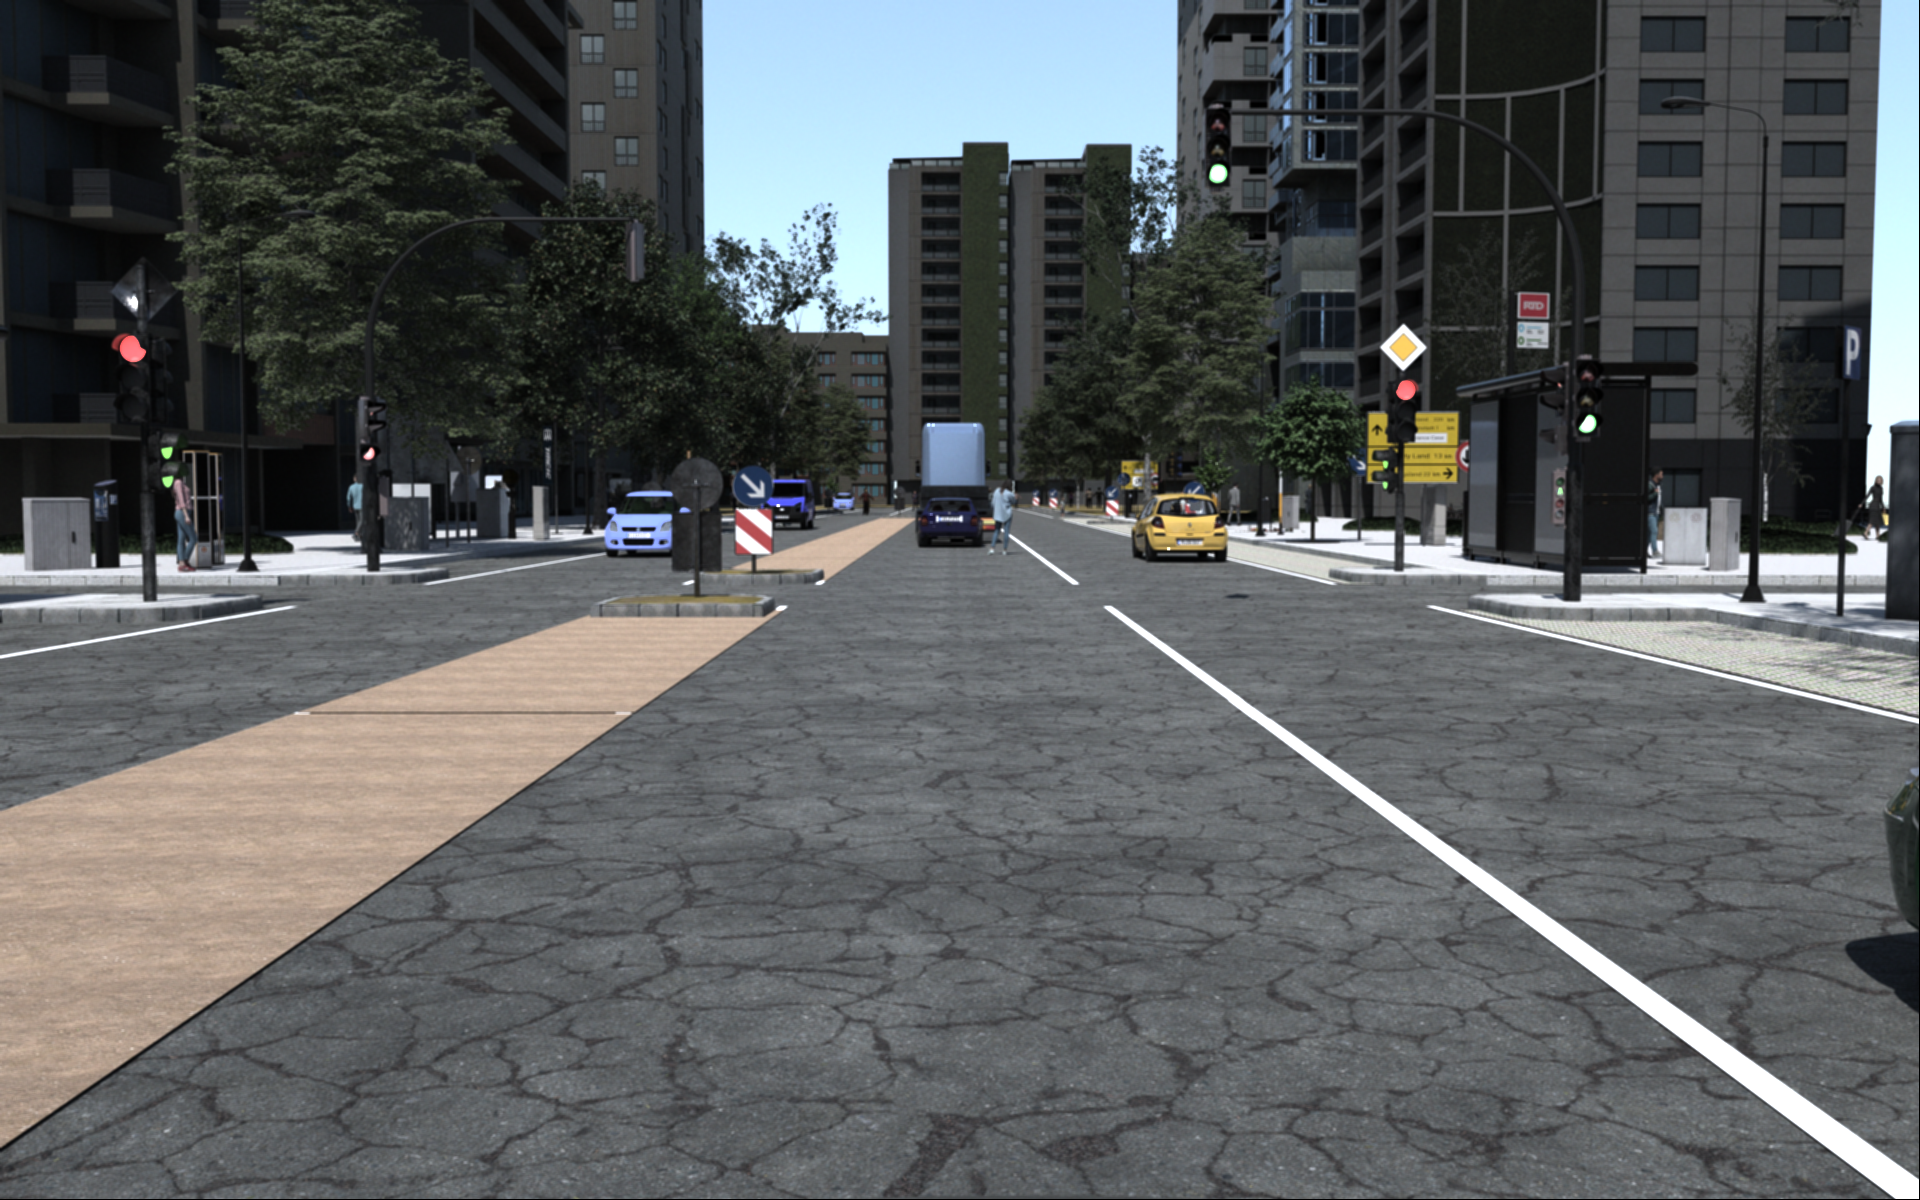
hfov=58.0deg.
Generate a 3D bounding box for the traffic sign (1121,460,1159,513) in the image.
[{"bbox_3d":[10.820,-6.757,104.343,2.265,3.308,0.079,0,4,7],"label":"traffic sign"}]

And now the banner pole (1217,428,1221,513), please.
[{"bbox_3d":[9.818,-4.630,65.715,0.401,3.779,0.863,1,4,11],"label":"banner pole"}]

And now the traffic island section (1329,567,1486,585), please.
[{"bbox_3d":[7.311,-0.396,28.755,2.009,0.180,2.903,0,4,0],"label":"traffic island section"}]

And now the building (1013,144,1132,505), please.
[{"bbox_3d":[12.675,-31.904,205.227,14.086,41.232,14.154,0,4,0],"label":"building"}]

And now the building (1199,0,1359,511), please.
[{"bbox_3d":[30.875,-49.643,124.335,22.319,86.520,31.000,0,4,0],"label":"building"}]

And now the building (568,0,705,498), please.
[{"bbox_3d":[-37.463,-34.491,153.164,27.495,52.752,28.713,0,4,0],"label":"building"}]

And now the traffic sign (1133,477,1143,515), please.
[{"bbox_3d":[10.374,-6.057,101.164,0.606,2.300,0.079,0,4,8],"label":"traffic sign"}]

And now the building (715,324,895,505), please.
[{"bbox_3d":[-22.928,-22.423,211.662,28.899,21.520,27.650,0,4,0],"label":"building"}]

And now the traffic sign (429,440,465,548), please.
[{"bbox_3d":[-12.286,-2.535,41.450,0.884,2.594,0.081,0,4,7],"label":"traffic sign"}]

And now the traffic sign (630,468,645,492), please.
[{"bbox_3d":[-15.385,-5.034,82.306,0.884,2.594,0.081,0,4,4],"label":"traffic sign"}]

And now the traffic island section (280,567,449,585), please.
[{"bbox_3d":[-9.730,-0.392,28.689,2.009,0.180,2.903,0,4,0],"label":"traffic island section"}]

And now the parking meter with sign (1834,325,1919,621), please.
[{"bbox_3d":[9.850,-1.302,17.556,1.738,3.016,0.543,3,5,44],"label":"parking meter with sign"}]

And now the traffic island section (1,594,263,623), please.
[{"bbox_3d":[-9.697,0.096,20.704,2.009,0.180,2.903,0,4,0],"label":"traffic island section"}]

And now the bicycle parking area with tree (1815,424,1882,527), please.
[{"bbox_3d":[39.610,-5.104,70.449,8.231,4.147,9.016,1,4,22],"label":"bicycle parking area with tree"}]

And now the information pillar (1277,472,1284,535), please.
[{"bbox_3d":[10.123,-3.868,54.593,0.183,3.616,0.504,1,4,12],"label":"information pillar"}]

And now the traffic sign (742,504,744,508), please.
[{"bbox_3d":[-12.814,-6.252,102.231,0.884,2.594,0.081,1,4,8],"label":"traffic sign"}]

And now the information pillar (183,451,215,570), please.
[{"bbox_3d":[-12.989,-1.530,29.512,0.304,2.012,0.304,2,4,31],"label":"information pillar"}]

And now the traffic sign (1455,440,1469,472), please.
[{"bbox_3d":[12.062,-2.496,40.913,0.768,2.556,0.104,0,4,3],"label":"traffic sign"}]

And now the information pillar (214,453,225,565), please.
[{"bbox_3d":[-13.483,-1.636,31.245,0.304,2.012,0.304,0,4,-8],"label":"information pillar"}]

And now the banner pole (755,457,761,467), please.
[{"bbox_3d":[-12.088,-6.941,103.500,0.401,3.779,0.863,-3,4,-39],"label":"banner pole"}]

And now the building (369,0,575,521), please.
[{"bbox_3d":[-33.355,-28.538,90.291,21.300,48.544,21.600,0,4,0],"label":"building"}]

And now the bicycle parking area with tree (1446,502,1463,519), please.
[{"bbox_3d":[22.376,-4.952,67.962,9.016,4.147,8.231,3,5,43],"label":"bicycle parking area with tree"}]

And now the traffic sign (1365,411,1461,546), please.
[{"bbox_3d":[11.108,-2.978,42.558,2.265,3.308,0.079,0,4,5],"label":"traffic sign"}]

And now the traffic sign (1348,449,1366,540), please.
[{"bbox_3d":[11.179,-2.954,48.407,0.768,2.556,0.104,0,4,6],"label":"traffic sign"}]

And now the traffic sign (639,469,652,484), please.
[{"bbox_3d":[-15.651,-5.255,86.032,0.768,2.556,0.104,0,4,7],"label":"traffic sign"}]

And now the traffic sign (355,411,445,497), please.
[{"bbox_3d":[-13.782,-2.982,42.628,2.265,3.308,0.079,0,4,6],"label":"traffic sign"}]

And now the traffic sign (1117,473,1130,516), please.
[{"bbox_3d":[9.736,-6.289,102.934,0.768,2.556,0.104,1,4,8],"label":"traffic sign"}]

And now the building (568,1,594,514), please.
[{"bbox_3d":[-39.625,-25.889,115.162,32.217,40.220,23.993,0,4,0],"label":"building"}]

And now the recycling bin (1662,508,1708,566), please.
[{"bbox_3d":[13.161,-1.154,31.428,0.722,1.027,0.722,2,4,24],"label":"recycling bin"}]

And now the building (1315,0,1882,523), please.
[{"bbox_3d":[30.172,-39.579,85.368,20.563,71.187,20.611,0,4,0],"label":"building"}]

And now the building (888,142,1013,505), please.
[{"bbox_3d":[-1.406,-31.842,204.209,14.086,41.232,14.154,0,4,0],"label":"building"}]

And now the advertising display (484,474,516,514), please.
[{"bbox_3d":[-14.762,-3.080,55.572,0.974,1.923,0.123,0,4,-7],"label":"advertising display"}]

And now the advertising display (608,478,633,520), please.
[{"bbox_3d":[-13.507,-3.901,69.000,0.974,1.923,0.123,0,4,3],"label":"advertising display"}]

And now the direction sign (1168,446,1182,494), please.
[{"bbox_3d":[10.089,-5.457,81.211,0.876,3.537,0.379,-3,4,-38],"label":"direction sign"}]

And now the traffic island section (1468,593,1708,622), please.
[{"bbox_3d":[7.345,0.092,20.770,2.009,0.180,2.903,0,4,0],"label":"traffic island section"}]

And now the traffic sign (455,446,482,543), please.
[{"bbox_3d":[-13.000,-2.793,45.764,0.768,2.556,0.104,0,4,8],"label":"traffic sign"}]

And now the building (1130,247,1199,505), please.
[{"bbox_3d":[26.772,-26.532,205.493,14.107,30.474,14.160,0,4,0],"label":"building"}]

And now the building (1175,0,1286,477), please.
[{"bbox_3d":[34.319,-34.577,154.574,28.713,52.752,27.495,0,4,0],"label":"building"}]

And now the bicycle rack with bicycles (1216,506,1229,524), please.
[{"bbox_3d":[10.218,-3.740,74.530,2.925,0.926,2.852,2,4,24],"label":"bicycle rack with bicycles"}]

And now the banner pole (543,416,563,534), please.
[{"bbox_3d":[-13.125,-4.014,55.640,0.863,3.779,0.401,3,4,38],"label":"banner pole"}]

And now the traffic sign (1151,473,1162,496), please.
[{"bbox_3d":[11.661,-6.328,103.565,0.768,2.556,0.104,0,4,7],"label":"traffic sign"}]

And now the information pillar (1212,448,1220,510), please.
[{"bbox_3d":[12.450,-5.674,84.124,0.504,3.616,0.183,-3,4,-38],"label":"information pillar"}]

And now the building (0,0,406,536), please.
[{"bbox_3d":[-31.372,-24.500,55.206,22.147,44.769,28.867,0,4,0],"label":"building"}]

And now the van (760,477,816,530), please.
[{"bbox_3d":[-7.043,-4.058,70.725,2.240,2.365,5.245,0,4,-1],"label":"van"}]
